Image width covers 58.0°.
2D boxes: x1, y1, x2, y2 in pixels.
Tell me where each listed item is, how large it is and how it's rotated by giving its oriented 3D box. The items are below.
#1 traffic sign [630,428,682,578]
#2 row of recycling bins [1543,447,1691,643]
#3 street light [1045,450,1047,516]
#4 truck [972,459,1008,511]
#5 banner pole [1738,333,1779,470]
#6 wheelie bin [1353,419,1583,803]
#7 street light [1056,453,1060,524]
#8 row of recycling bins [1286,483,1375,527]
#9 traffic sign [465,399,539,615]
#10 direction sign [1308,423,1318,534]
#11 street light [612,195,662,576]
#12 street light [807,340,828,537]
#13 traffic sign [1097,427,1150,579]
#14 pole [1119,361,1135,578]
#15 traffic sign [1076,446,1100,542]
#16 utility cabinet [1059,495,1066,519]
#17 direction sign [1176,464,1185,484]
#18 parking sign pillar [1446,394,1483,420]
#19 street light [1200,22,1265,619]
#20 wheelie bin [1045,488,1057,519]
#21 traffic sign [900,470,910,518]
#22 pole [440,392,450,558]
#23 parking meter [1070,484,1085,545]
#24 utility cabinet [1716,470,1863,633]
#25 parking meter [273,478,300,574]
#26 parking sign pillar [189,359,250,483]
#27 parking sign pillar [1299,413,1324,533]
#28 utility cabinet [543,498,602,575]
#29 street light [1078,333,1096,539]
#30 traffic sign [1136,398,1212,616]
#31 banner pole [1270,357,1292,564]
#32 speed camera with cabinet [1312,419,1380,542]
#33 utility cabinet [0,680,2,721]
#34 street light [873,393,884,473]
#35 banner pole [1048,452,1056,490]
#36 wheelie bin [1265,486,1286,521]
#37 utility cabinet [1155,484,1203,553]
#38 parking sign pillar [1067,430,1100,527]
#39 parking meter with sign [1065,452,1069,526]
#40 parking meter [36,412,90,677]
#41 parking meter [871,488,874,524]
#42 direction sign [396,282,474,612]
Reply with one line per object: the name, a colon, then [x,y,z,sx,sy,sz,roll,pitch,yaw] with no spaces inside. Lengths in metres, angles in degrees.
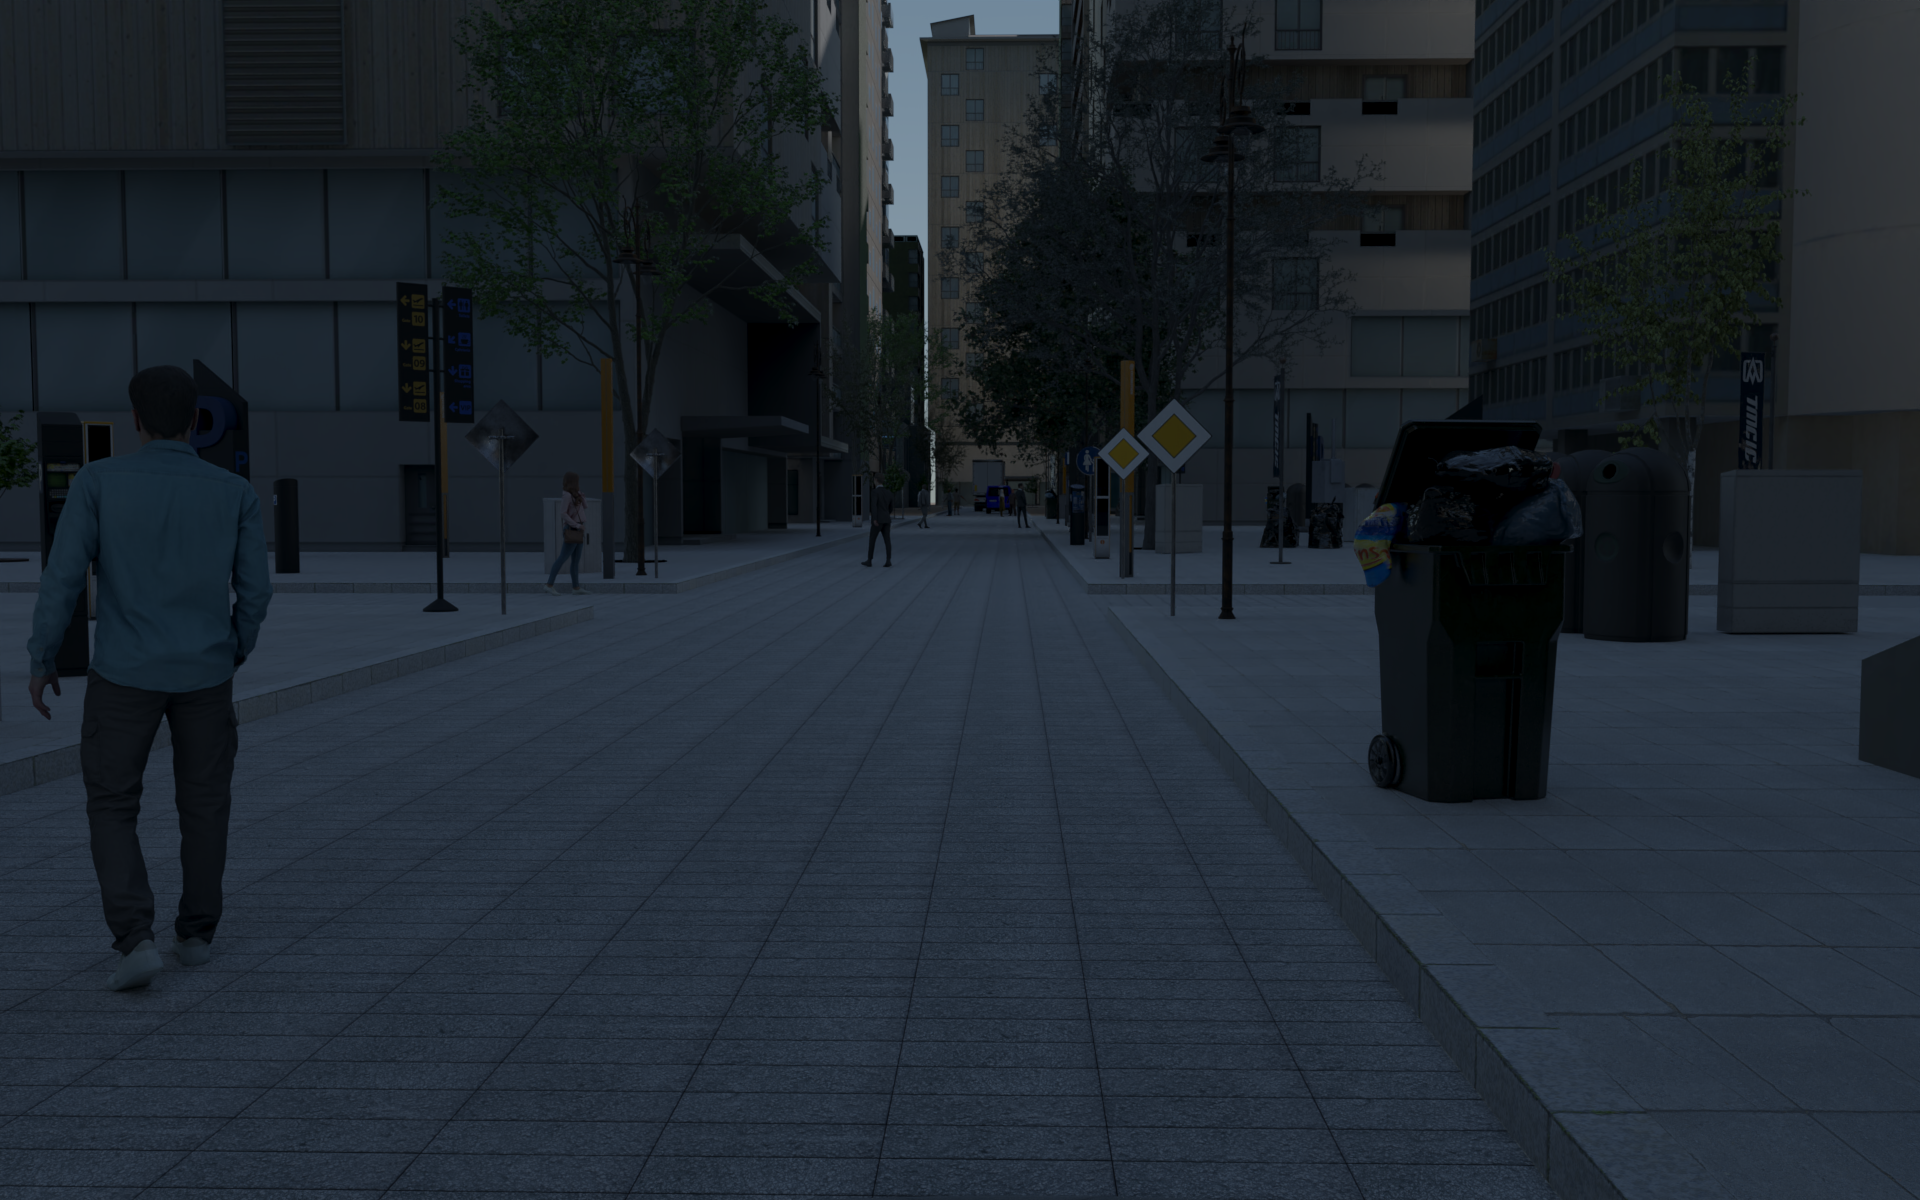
traffic sign: [-4.629,-1.390,26.365,0.795,2.450,0.064,0,4,2]
row of recycling bins: [5.791,-0.583,16.646,1.069,1.692,3.534,-1,4,-10]
street light: [4.953,-7.747,99.449,0.468,5.910,1.993,0,4,2]
truck: [2.520,-9.596,145.813,2.839,4.237,11.283,0,4,3]
banner pole: [12.427,-2.258,26.936,0.863,3.779,0.401,-1,4,-17]
wheelie bin: [2.203,0.030,7.412,0.980,1.594,0.693,-1,4,-12]
street light: [4.217,-6.214,74.387,0.468,5.910,1.993,0,4,2]
row of recycling bins: [14.154,-3.593,65.853,3.534,1.692,1.069,-1,4,-11]
traffic sign: [-4.855,-0.902,18.383,0.795,2.450,0.064,0,4,2]
direction sign: [11.371,-3.886,55.526,0.379,3.537,0.876,1,4,21]
street light: [-5.030,-3.326,27.161,0.468,5.910,1.993,0,4,2]
street light: [-4.270,-4.849,52.064,0.468,5.910,1.993,0,4,2]
traffic sign: [2.462,-1.376,26.144,0.795,2.450,0.064,0,4,2]
pole: [2.566,-2.003,26.593,0.158,3.312,0.155,0,3,0]
traffic sign: [3.497,-2.829,46.367,0.768,2.556,0.104,0,4,8]
utility cabinet: [5.193,-4.852,90.494,1.020,1.237,0.306,-2,4,-24]
direction sign: [8.418,-4.543,66.269,0.379,3.537,0.876,-1,4,-17]
parking sign pillar: [13.490,-3.583,47.062,1.447,3.967,1.447,1,4,13]
street light: [2.745,-2.743,17.636,0.468,5.910,1.993,0,4,2]
wheelie bin: [4.670,-4.939,88.655,0.693,1.594,0.980,0,4,-2]
traffic sign: [-2.962,-5.484,89.762,0.768,2.556,0.104,0,4,4]
pole: [-10.377,-2.500,34.725,0.158,3.312,0.155,0,3,0]
parking meter: [2.949,-2.145,43.475,0.372,1.533,0.369,0,3,0]
utility cabinet: [7.604,-0.442,15.902,1.173,1.500,0.318,0,4,-2]
parking meter: [-10.903,-1.201,28.041,0.372,1.533,0.369,0,3,0]
parking sign pillar: [-14.723,-2.804,34.324,1.447,3.967,1.447,2,4,24]
parking sign pillar: [11.903,-4.261,58.139,1.447,3.967,1.447,1,4,19]
utility cabinet: [-6.259,-1.032,28.033,0.306,1.237,1.020,2,4,33]
street light: [3.582,-4.664,49.037,0.468,5.910,1.993,0,4,2]
traffic sign: [2.236,-0.888,18.162,0.795,2.450,0.064,0,4,2]
banner pole: [5.882,-2.566,31.976,0.401,3.779,0.863,0,4,-4]
speed camera with cabinet: [10.300,-3.156,45.936,2.038,3.252,0.660,-2,4,-29]
utility cabinet: [-5.944,0.086,9.752,1.020,1.237,0.306,1,4,12]
street light: [-3.585,-6.414,77.658,0.468,5.910,1.993,0,4,2]
banner pole: [5.044,-6.492,96.164,0.401,3.779,0.863,-2,4,-34]
wheelie bin: [12.474,-3.694,68.311,0.980,1.594,0.693,1,4,20]
utility cabinet: [4.733,-1.761,37.477,1.173,1.500,0.318,-3,5,-40]
parking sign pillar: [4.882,-4.809,67.094,1.447,3.967,1.447,2,4,34]
parking meter with sign: [4.489,-4.519,70.147,0.543,3.016,1.738,0,4,6]
parking meter: [-6.322,-0.397,12.209,0.255,1.863,0.399,-2,4,-33]
parking meter: [-3.578,-3.960,73.150,0.372,1.533,0.369,0,3,0]
direction sign: [-5.690,-1.644,18.869,0.876,3.537,0.379,-3,5,-44]
